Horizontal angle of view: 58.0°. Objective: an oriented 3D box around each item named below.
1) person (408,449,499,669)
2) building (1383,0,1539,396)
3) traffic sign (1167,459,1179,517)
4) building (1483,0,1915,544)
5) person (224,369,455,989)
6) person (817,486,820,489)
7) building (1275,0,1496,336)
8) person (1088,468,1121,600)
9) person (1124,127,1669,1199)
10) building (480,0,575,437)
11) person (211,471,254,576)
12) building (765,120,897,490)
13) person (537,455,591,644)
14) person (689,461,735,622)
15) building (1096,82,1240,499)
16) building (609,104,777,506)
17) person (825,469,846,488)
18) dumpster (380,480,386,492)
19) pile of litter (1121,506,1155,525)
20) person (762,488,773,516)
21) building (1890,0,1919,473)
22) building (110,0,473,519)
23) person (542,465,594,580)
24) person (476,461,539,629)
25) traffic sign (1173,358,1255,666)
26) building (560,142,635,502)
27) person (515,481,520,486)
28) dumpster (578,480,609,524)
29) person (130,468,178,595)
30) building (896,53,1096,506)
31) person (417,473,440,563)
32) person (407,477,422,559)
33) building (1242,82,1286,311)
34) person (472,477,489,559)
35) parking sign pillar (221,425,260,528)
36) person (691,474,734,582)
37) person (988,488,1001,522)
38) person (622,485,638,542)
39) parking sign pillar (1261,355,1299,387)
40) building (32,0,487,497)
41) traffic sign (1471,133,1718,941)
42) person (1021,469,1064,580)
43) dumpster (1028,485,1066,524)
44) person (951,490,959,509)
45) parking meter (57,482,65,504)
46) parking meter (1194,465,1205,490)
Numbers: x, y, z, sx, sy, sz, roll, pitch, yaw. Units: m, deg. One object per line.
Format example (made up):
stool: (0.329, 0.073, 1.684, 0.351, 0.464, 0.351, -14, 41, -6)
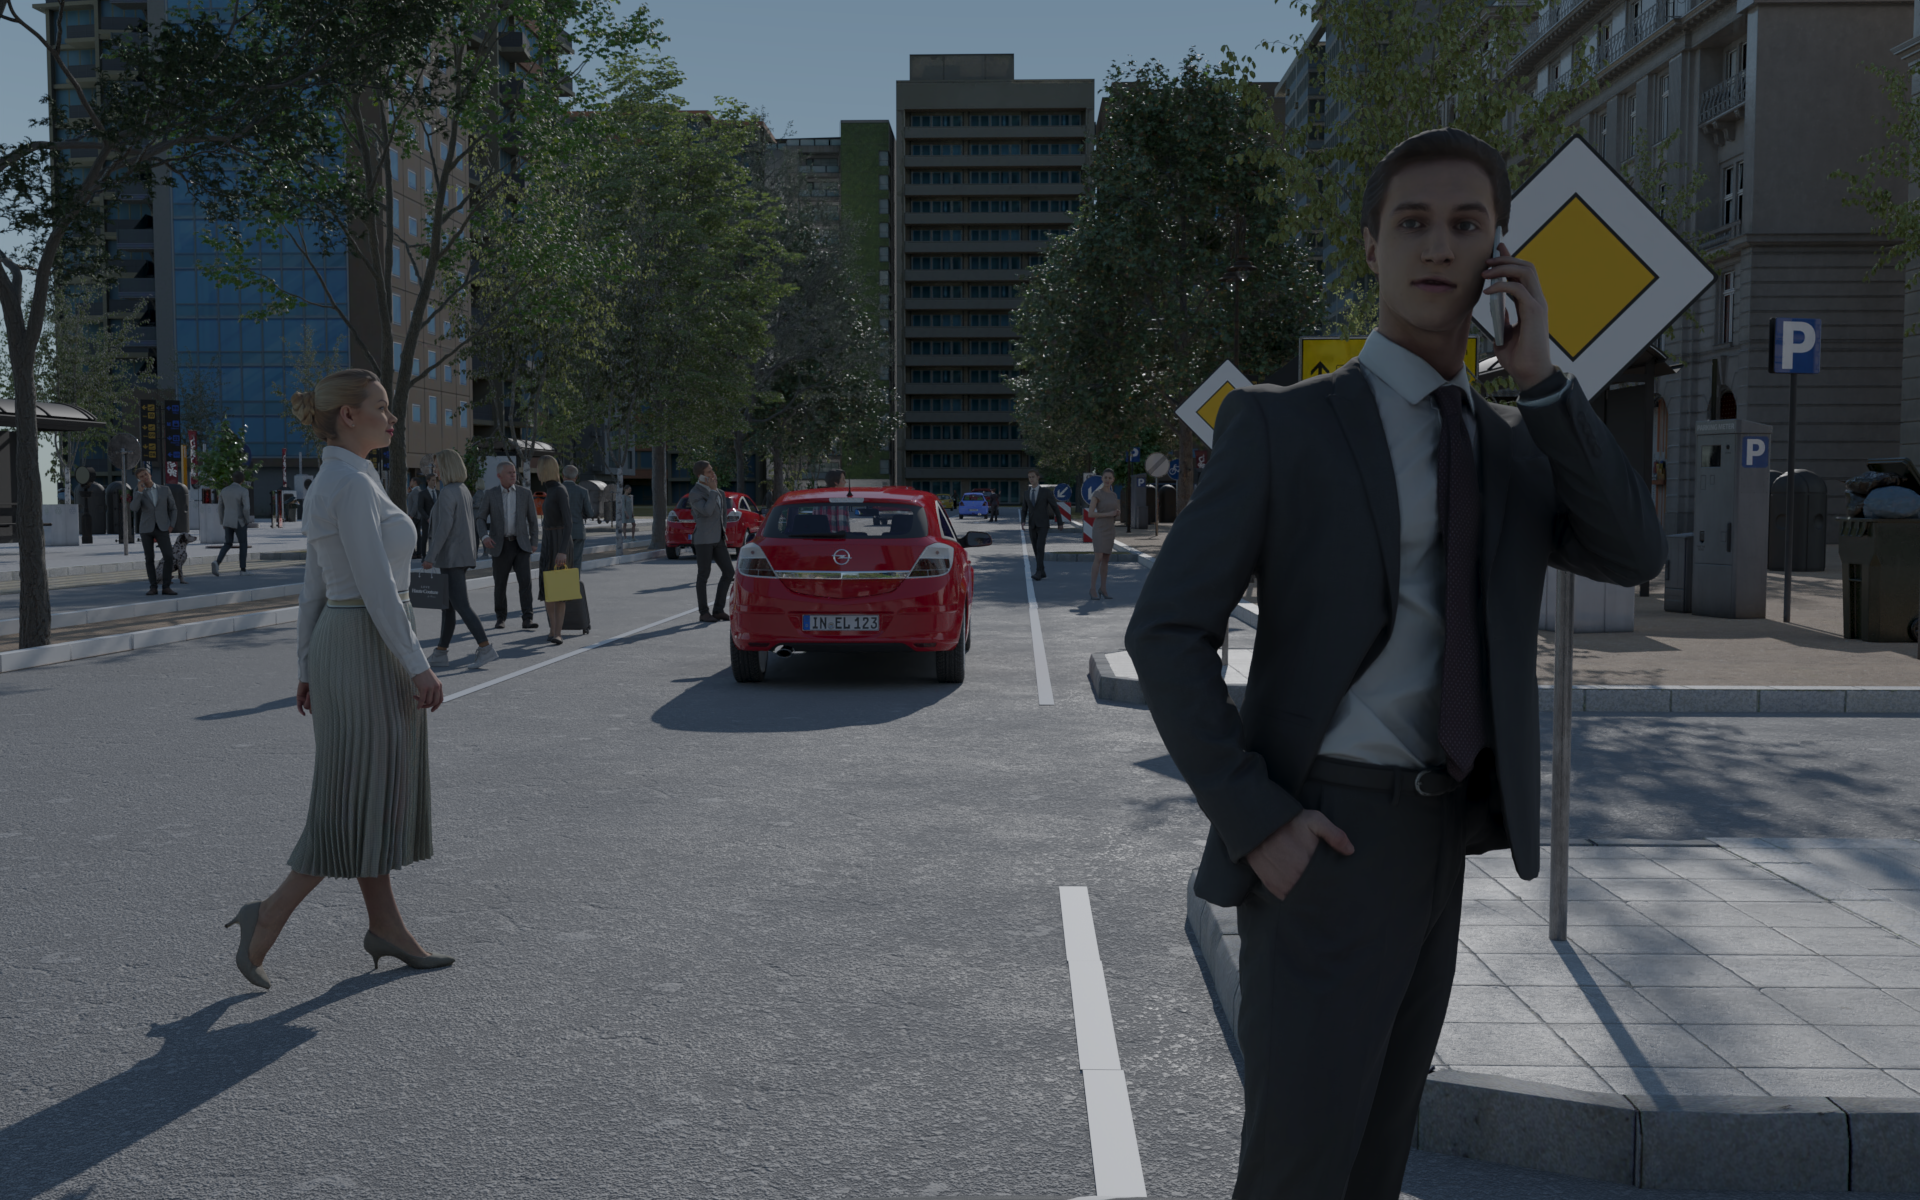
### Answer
person: (-4.167, -0.337, 14.197, 0.728, 1.800, 0.709, 0, 4, 6)
building: (26.063, -15.178, 77.038, 11.050, 23.489, 19.941, 0, 4, 2)
traffic sign: (7.879, -3.834, 62.793, 0.768, 2.556, 0.104, 0, 4, 5)
building: (26.247, -13.033, 54.894, 13.314, 21.916, 24.055, 0, 4, 2)
person: (-1.825, 0.224, 5.071, 0.641, 1.798, 0.478, -1, 4, -18)
person: (-6.775, -4.527, 82.505, 0.713, 1.824, 0.794, 2, 4, 31)
building: (38.717, -27.181, 136.295, 32.217, 40.220, 23.993, 0, 4, 2)
person: (1.978, -0.903, 23.612, 0.599, 1.781, 0.374, -3, 5, -40)
person: (0.579, 0.342, 2.264, 0.648, 1.900, 0.474, -3, 4, -36)
building: (-38.896, -28.330, 117.815, 22.147, 44.769, 28.867, 0, 4, 2)
person: (-12.712, -1.342, 30.285, 0.661, 1.843, 0.795, 1, 4, 18)
building: (-14.189, -31.137, 192.689, 14.086, 41.232, 14.154, 0, 4, 2)
person: (-3.891, -0.506, 16.995, 0.699, 1.804, 1.509, 0, 4, 4)
person: (-2.773, -0.657, 19.426, 0.473, 1.802, 0.592, 3, 4, 37)
building: (22.388, -33.114, 191.527, 14.200, 45.320, 14.600, 0, 4, 2)
building: (-35.678, -33.216, 197.700, 28.867, 44.769, 22.147, 0, 4, 2)
person: (-1.503, -0.650, 19.962, 0.643, 1.720, 0.563, -3, 5, -42)
dumpster: (-19.244, -3.201, 54.824, 1.502, 2.255, 1.985, 0, 4, 2)
pile of litter: (7.483, -3.577, 72.454, 1.176, 0.858, 1.719, -2, 4, -24)
person: (-9.072, -4.570, 82.992, 0.755, 1.850, 0.659, -1, 4, -20)
building: (32.858, -14.349, 31.872, 25.104, 27.353, 12.463, 0, 4, 2)
building: (-36.302, -27.262, 95.840, 14.600, 45.320, 14.200, 0, 4, 2)
person: (-5.048, -0.836, 22.345, 0.661, 1.801, 0.590, -1, 4, -10)
person: (-4.743, -0.576, 18.315, 0.661, 1.777, 0.834, -2, 4, -32)
traffic sign: (1.981, -0.567, 12.909, 0.795, 2.450, 0.064, 0, 4, 2)
building: (-35.014, -22.815, 144.718, 14.107, 30.474, 14.160, 0, 4, 2)
person: (-13.730, -2.762, 53.429, 0.659, 1.850, 0.755, 0, 4, 3)
dumpster: (-15.834, -4.198, 74.401, 1.264, 1.857, 1.865, 0, 4, 2)
person: (-11.409, -0.971, 24.555, 0.592, 1.802, 0.473, -1, 4, -11)
building: (4.064, -34.932, 194.846, 21.600, 48.544, 21.300, 0, 4, 2)
person: (-10.719, -1.652, 35.288, 0.755, 1.850, 0.659, 3, 4, 37)
person: (-12.067, -1.807, 38.231, 0.473, 1.802, 0.592, 1, 4, 9)
building: (36.598, -33.119, 191.605, 14.200, 45.320, 14.600, 0, 4, 2)
person: (-10.679, -1.805, 38.200, 0.526, 1.800, 0.537, -1, 4, -8)
parking sign pillar: (-27.266, -4.706, 65.410, 1.447, 3.967, 1.447, 1, 4, 13)
person: (-3.978, -1.169, 28.014, 0.661, 1.777, 0.834, -3, 5, -44)
person: (1.784, -4.903, 89.460, 0.445, 1.727, 0.742, 2, 4, 30)
person: (-9.930, -2.582, 51.715, 0.522, 1.701, 0.512, 1, 4, 17)
parking sign pillar: (5.783, -2.568, 30.456, 1.447, 3.967, 1.447, 2, 4, 34)
building: (-56.897, -29.766, 141.304, 28.867, 44.769, 22.147, 0, 4, 2)
traffic sign: (1.720, -0.079, 4.928, 0.795, 2.450, 0.064, 0, 4, 2)
person: (1.282, -1.256, 28.810, 0.659, 1.850, 0.755, 2, 4, 30)
dumpster: (4.113, -4.485, 81.551, 1.865, 1.857, 1.264, 0, 4, 0)
person: (-0.484, -9.459, 163.295, 0.705, 1.807, 1.348, -3, 4, -37)
parking meter: (-43.787, -4.819, 84.502, 0.255, 1.863, 0.399, 2, 4, 35)
parking meter: (5.394, -2.021, 38.754, 0.255, 1.863, 0.399, -1, 4, -9)
